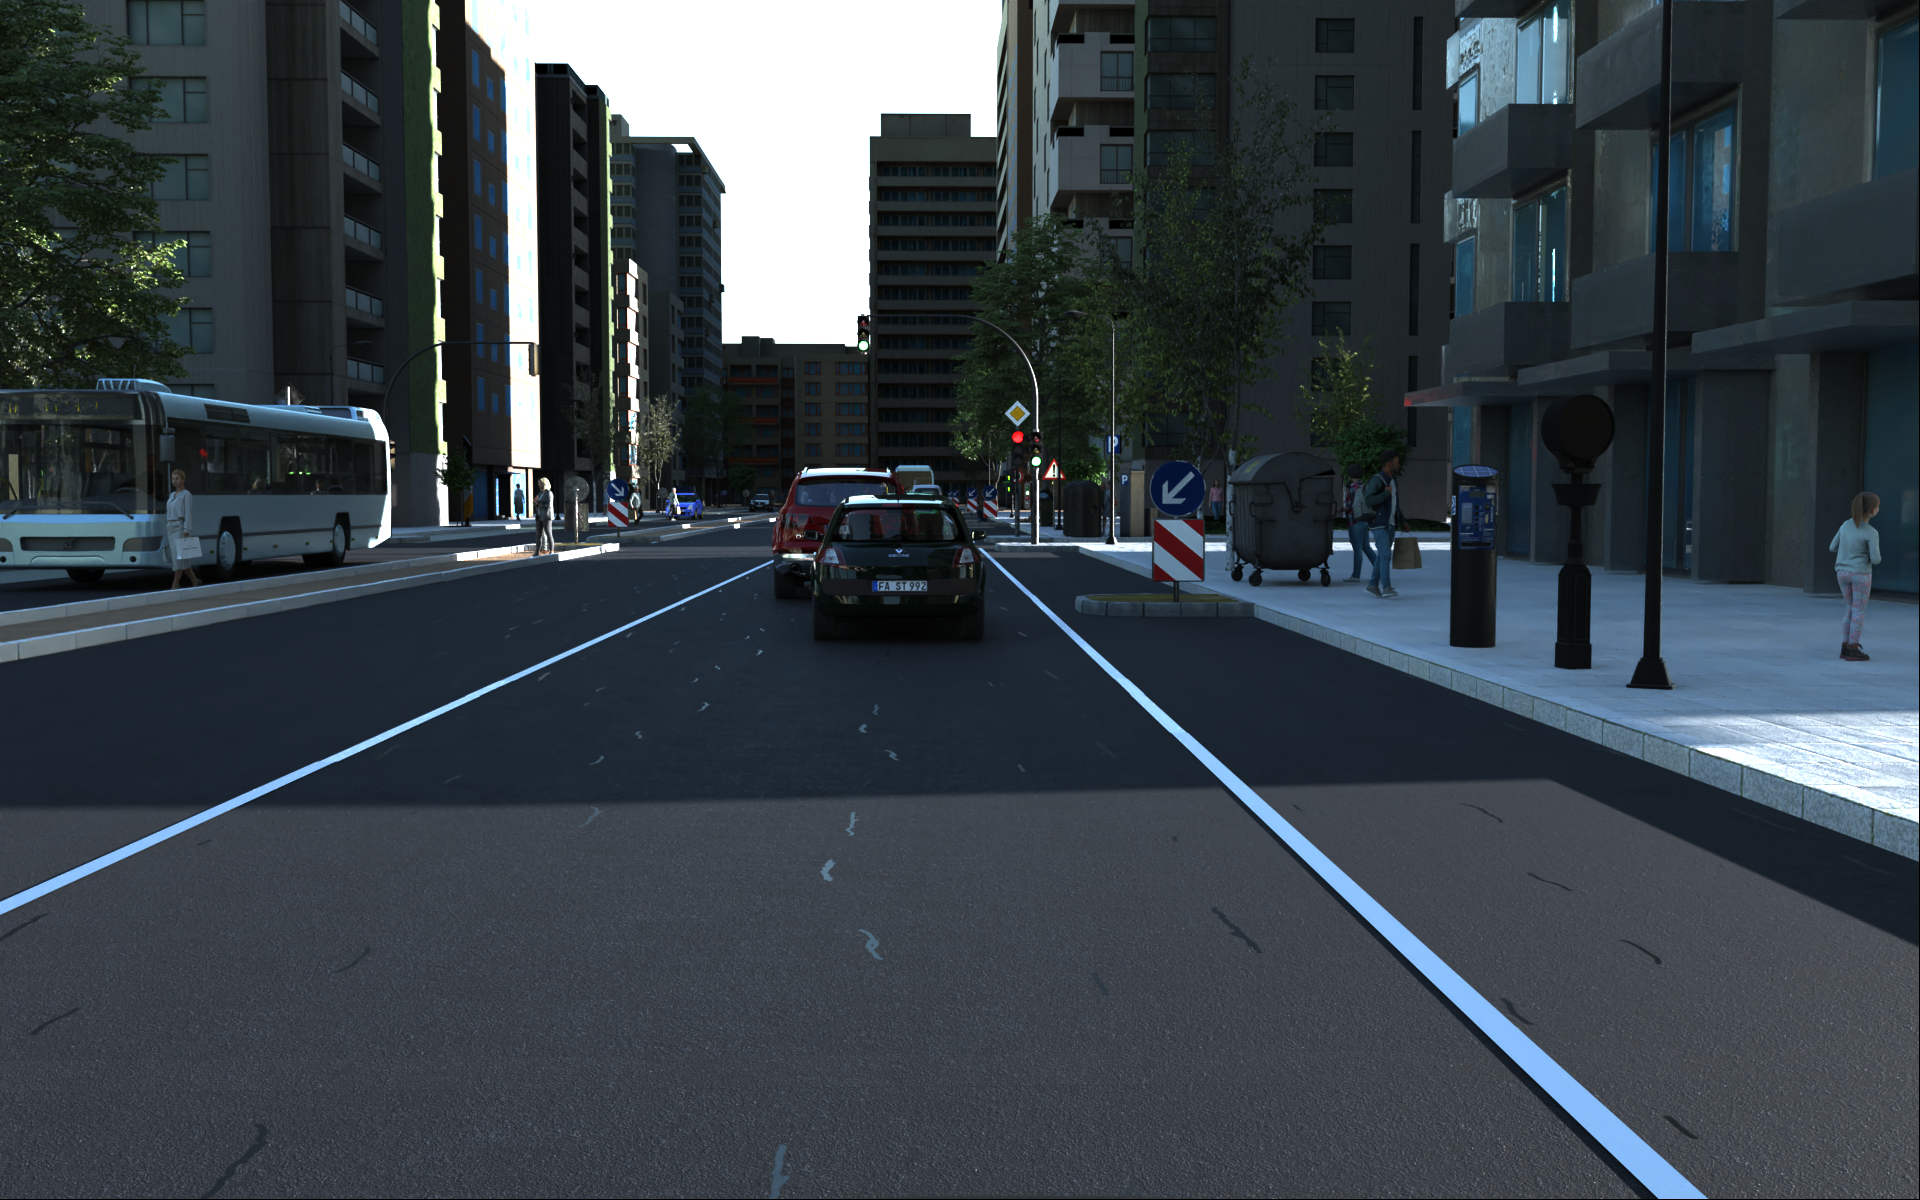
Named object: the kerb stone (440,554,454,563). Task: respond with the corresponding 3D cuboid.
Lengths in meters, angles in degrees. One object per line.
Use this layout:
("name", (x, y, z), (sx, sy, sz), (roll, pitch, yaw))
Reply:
("kerb stone", (-10.785, -0.841, 36.030), (0.120, 0.150, 1.000), (0, 4, -1))

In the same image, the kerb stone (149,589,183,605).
("kerb stone", (-10.486, -0.029, 22.674), (0.120, 0.150, 1.000), (0, 4, -1))

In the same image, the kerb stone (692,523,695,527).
("kerb stone", (-11.633, -3.197, 74.483), (0.120, 0.150, 1.000), (0, 4, -1))

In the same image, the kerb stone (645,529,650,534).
("kerb stone", (-11.366, -2.444, 62.157), (0.120, 0.150, 1.000), (0, 4, -1))

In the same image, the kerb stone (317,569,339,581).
("kerb stone", (-10.615, -0.404, 28.838), (0.120, 0.150, 1.000), (0, 4, -1))

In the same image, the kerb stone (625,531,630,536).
("kerb stone", (-11.276, -2.193, 58.044), (0.120, 0.150, 1.000), (0, 4, -1))

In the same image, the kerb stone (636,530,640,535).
("kerb stone", (-11.324, -2.317, 60.106), (0.120, 0.150, 1.000), (0, 4, -1))

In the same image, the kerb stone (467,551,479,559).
("kerb stone", (-10.825, -0.969, 38.074), (0.120, 0.150, 1.000), (0, 4, -1))

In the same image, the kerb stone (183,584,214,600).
("kerb stone", (-10.505, -0.089, 23.705), (0.120, 0.150, 1.000), (0, 4, -1))

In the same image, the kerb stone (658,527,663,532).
("kerb stone", (-11.427, -2.632, 65.231), (0.120, 0.150, 1.000), (0, 4, -1))

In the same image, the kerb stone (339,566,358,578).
("kerb stone", (-10.647, -0.469, 29.862), (0.120, 0.150, 1.000), (0, 4, -1))

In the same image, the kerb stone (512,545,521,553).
("kerb stone", (-10.919, -1.221, 42.163), (0.120, 0.150, 1.000), (0, 4, -1))

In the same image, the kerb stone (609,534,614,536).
("kerb stone", (-11.202, -2.004, 54.963), (0.120, 0.150, 1.000), (0, 4, -1))

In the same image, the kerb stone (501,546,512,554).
("kerb stone", (-10.894, -1.159, 41.141), (0.120, 0.150, 1.000), (0, 4, -1))

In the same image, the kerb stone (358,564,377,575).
("kerb stone", (-10.664, -0.532, 30.895), (0.120, 0.150, 1.000), (0, 4, -1))

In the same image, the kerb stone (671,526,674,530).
("kerb stone", (-11.505, -2.821, 68.322), (0.120, 0.150, 1.000), (0, 4, -1))

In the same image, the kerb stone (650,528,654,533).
("kerb stone", (-11.381, -2.503, 63.179), (0.120, 0.150, 1.000), (0, 4, -1))

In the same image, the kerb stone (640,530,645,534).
("kerb stone", (-11.343, -2.376, 61.128), (0.120, 0.150, 1.000), (0, 4, -1))

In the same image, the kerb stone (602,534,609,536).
("kerb stone", (-11.176, -1.942, 53.941), (0.120, 0.150, 1.000), (0, 4, -1))

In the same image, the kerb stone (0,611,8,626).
("kerb stone", (-10.387, 0.226, 18.566), (0.120, 0.150, 1.000), (0, 4, -1))

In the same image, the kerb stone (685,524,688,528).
("kerb stone", (-11.589, -3.072, 72.429), (0.120, 0.150, 1.000), (0, 4, -1))

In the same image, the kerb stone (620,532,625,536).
("kerb stone", (-11.249, -2.130, 57.014), (0.120, 0.150, 1.000), (0, 4, -1))

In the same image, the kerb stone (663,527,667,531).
("kerb stone", (-11.458, -2.695, 66.266), (0.120, 0.150, 1.000), (0, 4, -1))

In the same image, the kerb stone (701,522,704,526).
("kerb stone", (-11.712, -3.387, 77.567), (0.120, 0.150, 1.000), (0, 4, -1))

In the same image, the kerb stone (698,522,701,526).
("kerb stone", (-11.681, -3.321, 76.536), (0.120, 0.150, 1.000), (0, 4, -1))

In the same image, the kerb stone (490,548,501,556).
("kerb stone", (-10.870, -1.096, 40.117), (0.120, 0.150, 1.000), (0, 4, -1))

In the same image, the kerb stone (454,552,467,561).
("kerb stone", (-10.798, -0.909, 37.052), (0.120, 0.150, 1.000), (0, 4, -1))

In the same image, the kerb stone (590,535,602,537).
("kerb stone", (-11.157, -1.879, 52.912), (0.120, 0.150, 1.000), (0, 4, -1))

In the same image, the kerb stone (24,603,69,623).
("kerb stone", (-10.417, 0.167, 19.588), (0.120, 0.150, 1.000), (0, 4, -1))

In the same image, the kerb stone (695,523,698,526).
("kerb stone", (-11.664, -3.261, 75.504), (0.120, 0.150, 1.000), (0, 4, -1))

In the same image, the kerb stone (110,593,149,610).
("kerb stone", (-10.454, 0.034, 21.642), (0.120, 0.150, 1.000), (0, 4, -1))

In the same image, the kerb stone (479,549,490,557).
("kerb stone", (-10.847, -1.026, 39.096), (0.120, 0.150, 1.000), (0, 4, -1))

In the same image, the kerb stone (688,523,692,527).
("kerb stone", (-11.613, -3.130, 73.451), (0.120, 0.150, 1.000), (0, 4, -1))

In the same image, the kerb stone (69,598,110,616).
("kerb stone", (-10.441, 0.099, 20.618), (0.120, 0.150, 1.000), (0, 4, -1))

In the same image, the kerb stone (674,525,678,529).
("kerb stone", (-11.527, -2.884, 69.357), (0.120, 0.150, 1.000), (0, 4, -1))

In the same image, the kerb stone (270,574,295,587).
("kerb stone", (-10.573, -0.279, 26.787), (0.120, 0.150, 1.000), (0, 4, -1))

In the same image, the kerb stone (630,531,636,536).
("kerb stone", (-11.298, -2.254, 59.077), (0.120, 0.150, 1.000), (0, 4, -1))

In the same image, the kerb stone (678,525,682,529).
("kerb stone", (-11.539, -2.941, 70.385), (0.120, 0.150, 1.000), (0, 4, -1))

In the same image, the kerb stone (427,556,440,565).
("kerb stone", (-10.759, -0.784, 35.008), (0.120, 0.150, 1.000), (0, 4, -1))

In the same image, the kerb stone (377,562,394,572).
("kerb stone", (-10.696, -0.593, 31.928), (0.120, 0.150, 1.000), (0, 4, -1))

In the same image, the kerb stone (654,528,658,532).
("kerb stone", (-11.412, -2.569, 64.209), (0.120, 0.150, 1.000), (0, 4, -1))

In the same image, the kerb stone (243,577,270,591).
("kerb stone", (-10.549, -0.218, 25.765), (0.120, 0.150, 1.000), (0, 4, -1))

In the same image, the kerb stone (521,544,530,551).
("kerb stone", (-10.938, -1.282, 43.184), (0.120, 0.150, 1.000), (0, 4, -1))

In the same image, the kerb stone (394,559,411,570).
("kerb stone", (-10.707, -0.658, 32.961), (0.120, 0.150, 1.000), (0, 4, -1))

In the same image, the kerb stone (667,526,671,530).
("kerb stone", (-11.479, -2.757, 67.291), (0.120, 0.150, 1.000), (0, 4, -1))

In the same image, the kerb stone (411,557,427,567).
("kerb stone", (-10.722, -0.721, 33.983), (0.120, 0.150, 1.000), (0, 4, -1))

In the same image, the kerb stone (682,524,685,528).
("kerb stone", (-11.566, -3.009, 71.406), (0.120, 0.150, 1.000), (0, 4, -1))

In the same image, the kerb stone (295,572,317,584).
("kerb stone", (-10.600, -0.344, 27.816), (0.120, 0.150, 1.000), (0, 4, -1))

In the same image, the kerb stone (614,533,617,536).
("kerb stone", (-11.224, -2.060, 55.986), (0.120, 0.150, 1.000), (0, 4, -1))

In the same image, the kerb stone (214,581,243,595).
("kerb stone", (-10.533, -0.155, 24.726), (0.120, 0.150, 1.000), (0, 4, -1))
